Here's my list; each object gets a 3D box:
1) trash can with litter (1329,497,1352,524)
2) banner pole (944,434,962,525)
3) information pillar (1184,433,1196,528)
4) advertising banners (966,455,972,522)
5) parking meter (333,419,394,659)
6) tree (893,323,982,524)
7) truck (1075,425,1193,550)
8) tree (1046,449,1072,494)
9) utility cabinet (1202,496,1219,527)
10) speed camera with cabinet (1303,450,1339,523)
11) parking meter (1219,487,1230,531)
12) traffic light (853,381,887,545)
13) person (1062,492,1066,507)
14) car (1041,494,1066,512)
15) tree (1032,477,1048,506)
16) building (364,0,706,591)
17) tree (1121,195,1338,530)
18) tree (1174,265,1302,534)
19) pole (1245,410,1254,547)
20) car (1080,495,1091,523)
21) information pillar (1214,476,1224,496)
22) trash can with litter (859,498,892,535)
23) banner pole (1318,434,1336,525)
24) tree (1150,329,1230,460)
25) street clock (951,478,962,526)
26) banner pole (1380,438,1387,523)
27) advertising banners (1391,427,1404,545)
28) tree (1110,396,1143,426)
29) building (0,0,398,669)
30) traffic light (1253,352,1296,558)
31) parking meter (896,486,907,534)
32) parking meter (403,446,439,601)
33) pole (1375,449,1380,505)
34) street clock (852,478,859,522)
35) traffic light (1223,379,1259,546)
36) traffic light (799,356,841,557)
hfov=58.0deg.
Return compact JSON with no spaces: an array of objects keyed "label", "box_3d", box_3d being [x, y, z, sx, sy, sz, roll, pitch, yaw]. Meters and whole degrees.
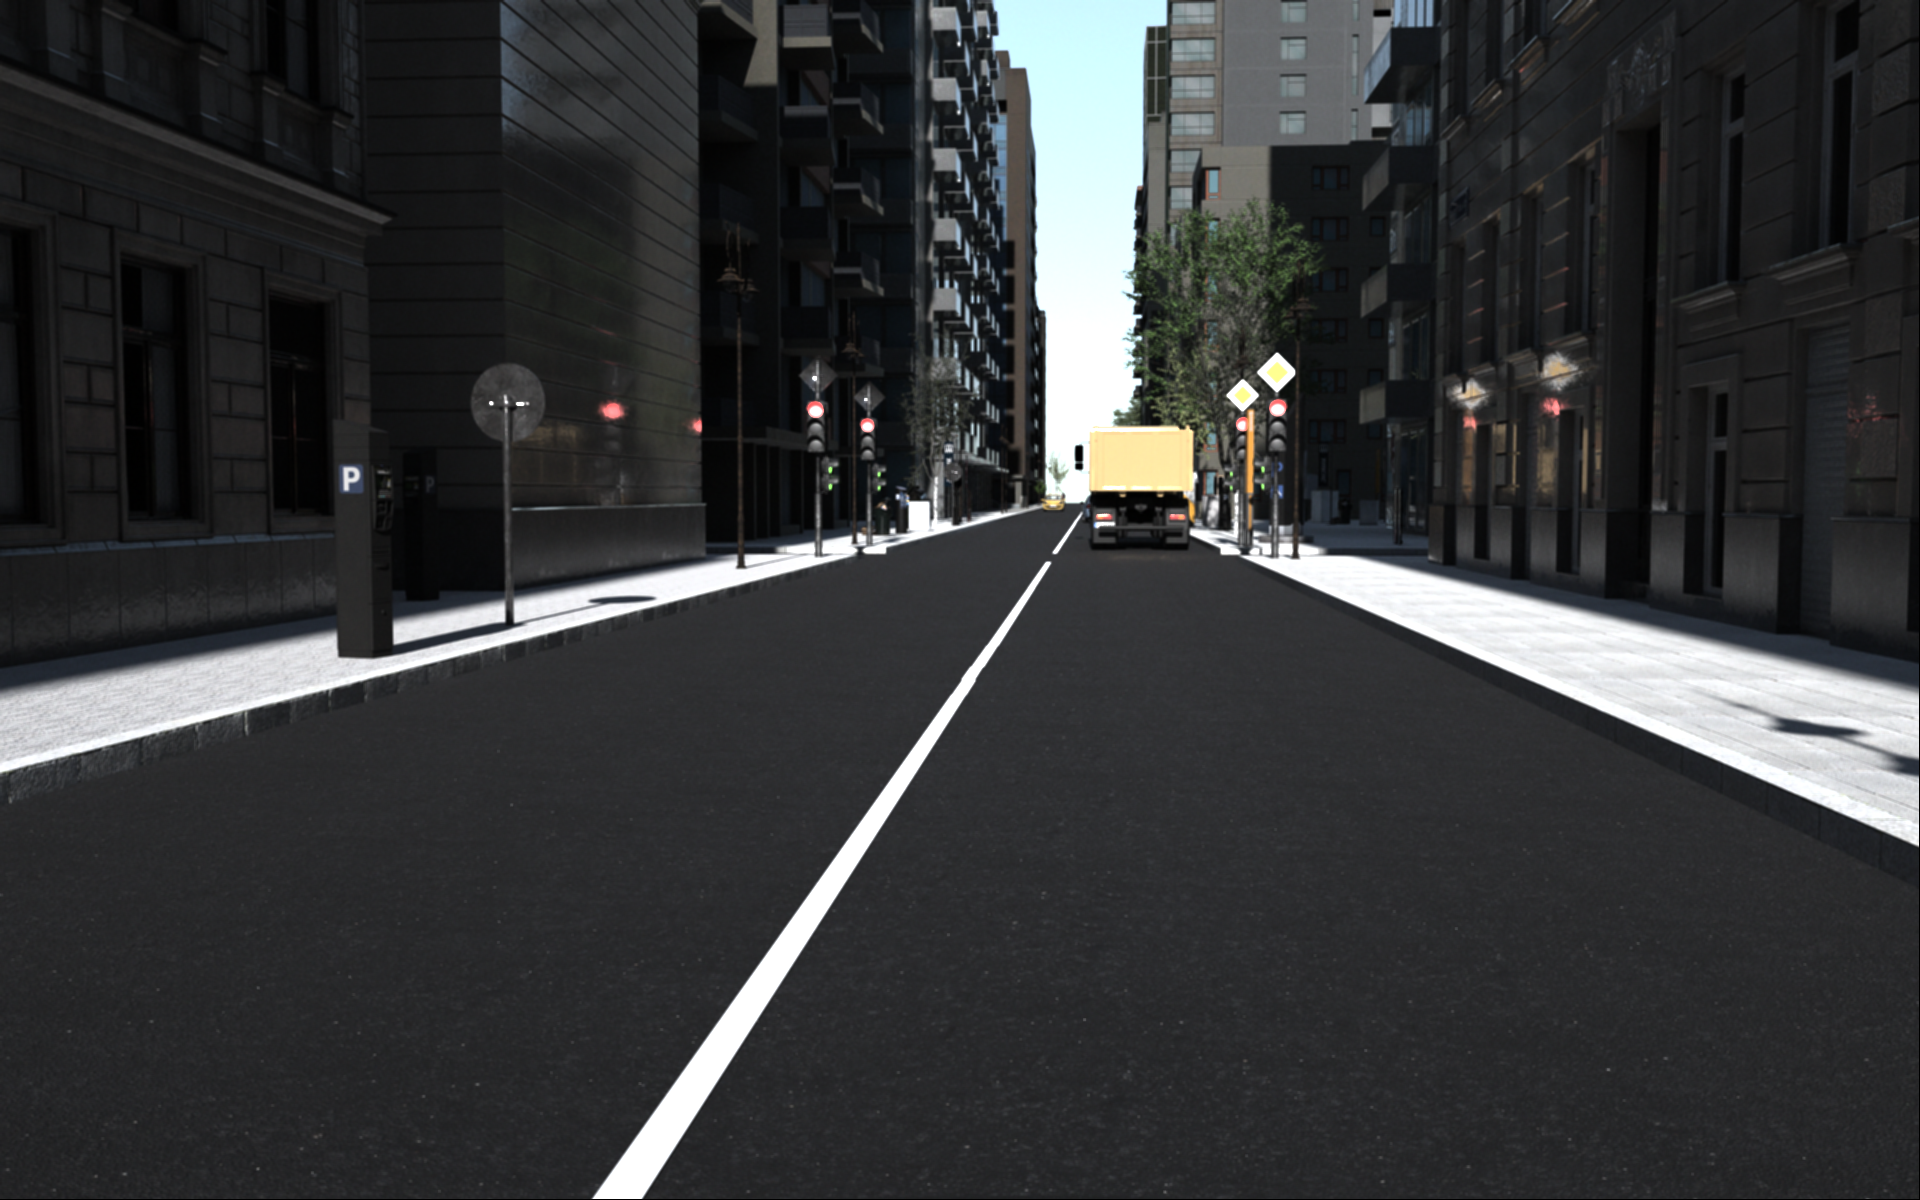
[{"label":"trash can with litter","box_3d":[16.137,-3.803,73.571,0.624,1.170,1.055,-3,4,-38]},{"label":"banner pole","box_3d":[-0.328,-5.047,72.528,0.863,3.779,0.401,2,4,29]},{"label":"information pillar","box_3d":[8.798,-4.585,66.311,0.504,3.616,0.183,3,5,40]},{"label":"advertising banners","box_3d":[0.389,-5.058,78.882,0.090,3.025,2.074,0,4,7]},{"label":"parking meter","box_3d":[-4.677,-0.482,13.599,0.399,1.863,0.255,1,4,19]},{"label":"tree","box_3d":[-1.064,-7.646,75.367,4.360,8.622,3.978,0,3,0]},{"label":"truck","box_3d":[4.888,-3.189,48.057,3.469,3.379,9.791,0,4,4]},{"label":"tree","box_3d":[15.541,-19.977,276.987,4.737,8.622,4.395,0,3,0]},{"label":"utility cabinet","box_3d":[10.121,-3.521,68.732,1.020,1.237,0.306,-1,4,-22]},{"label":"speed camera with cabinet","box_3d":[17.210,-5.459,83.598,2.038,3.252,0.660,0,4,-5]},{"label":"parking meter","box_3d":[9.297,-3.211,60.906,0.372,1.533,0.369,0,3,0]},{"label":"traffic light","box_3d":[-2.245,-3.316,43.142,0.839,4.253,0.868,0,4,4]},{"label":"person","box_3d":[11.111,-10.751,185.746,0.415,1.643,0.593,2,4,29]},{"label":"car","box_3d":[7.758,-8.143,143.359,2.015,1.641,3.980,0,4,5]},{"label":"tree","box_3d":[9.091,-12.228,194.522,1.663,3.219,1.824,0,3,0]},{"label":"building","box_3d":[-17.543,-14.157,28.733,25.104,27.353,12.463,0,4,4]},{"label":"tree","box_3d":[9.480,-8.313,61.666,9.928,11.665,9.643,0,3,0]},{"label":"tree","box_3d":[8.869,-6.416,55.260,4.360,8.622,3.978,0,3,0]},{"label":"pole","box_3d":[7.003,-2.939,41.902,0.158,3.312,0.155,0,3,0]},{"label":"car","box_3d":[7.105,-4.639,87.854,2.014,1.417,4.499,0,4,3]},{"label":"information pillar","box_3d":[10.423,-3.995,69.807,0.304,2.012,0.304,-2,4,-23]},{"label":"trash can with litter","box_3d":[-2.641,-2.598,53.863,1.055,1.170,0.624,2,4,25]},{"label":"banner pole","box_3d":[15.301,-5.030,72.264,0.863,3.779,0.401,-1,4,-21]},{"label":"tree","box_3d":[10.391,-7.808,78.021,4.737,8.622,4.395,0,3,0]},{"label":"street clock","box_3d":[-0.150,-4.035,70.536,0.358,2.002,0.471,2,4,32]},{"label":"banner pole","box_3d":[19.042,-5.360,77.654,0.401,3.779,0.863,0,4,5]},{"label":"advertising banners","box_3d":[11.192,-2.947,44.364,0.090,3.025,2.074,0,4,7]},{"label":"tree","box_3d":[20.216,-17.281,200.673,7.486,12.596,7.792,0,3,0]},{"label":"building","box_3d":[-11.901,-8.923,10.522,10.561,19.102,19.286,0,4,4]},{"label":"traffic light","box_3d":[6.271,-2.787,34.489,0.839,4.253,0.868,0,4,4]},{"label":"parking meter","box_3d":[-1.900,-2.918,56.118,0.372,1.533,0.369,0,3,0]},{"label":"parking meter","box_3d":[-6.493,-0.926,20.858,0.255,1.863,0.399,1,4,17]},{"label":"pole","box_3d":[18.929,-5.179,78.520,0.158,3.312,0.155,0,3,0]},{"label":"street clock","box_3d":[-4.820,-4.614,80.004,0.358,2.002,0.471,0,4,4]},{"label":"traffic light","box_3d":[6.890,-3.274,42.450,0.839,4.253,0.868,0,4,4]},{"label":"traffic light","box_3d":[-2.864,-2.829,35.181,0.839,4.253,0.868,0,4,4]}]
